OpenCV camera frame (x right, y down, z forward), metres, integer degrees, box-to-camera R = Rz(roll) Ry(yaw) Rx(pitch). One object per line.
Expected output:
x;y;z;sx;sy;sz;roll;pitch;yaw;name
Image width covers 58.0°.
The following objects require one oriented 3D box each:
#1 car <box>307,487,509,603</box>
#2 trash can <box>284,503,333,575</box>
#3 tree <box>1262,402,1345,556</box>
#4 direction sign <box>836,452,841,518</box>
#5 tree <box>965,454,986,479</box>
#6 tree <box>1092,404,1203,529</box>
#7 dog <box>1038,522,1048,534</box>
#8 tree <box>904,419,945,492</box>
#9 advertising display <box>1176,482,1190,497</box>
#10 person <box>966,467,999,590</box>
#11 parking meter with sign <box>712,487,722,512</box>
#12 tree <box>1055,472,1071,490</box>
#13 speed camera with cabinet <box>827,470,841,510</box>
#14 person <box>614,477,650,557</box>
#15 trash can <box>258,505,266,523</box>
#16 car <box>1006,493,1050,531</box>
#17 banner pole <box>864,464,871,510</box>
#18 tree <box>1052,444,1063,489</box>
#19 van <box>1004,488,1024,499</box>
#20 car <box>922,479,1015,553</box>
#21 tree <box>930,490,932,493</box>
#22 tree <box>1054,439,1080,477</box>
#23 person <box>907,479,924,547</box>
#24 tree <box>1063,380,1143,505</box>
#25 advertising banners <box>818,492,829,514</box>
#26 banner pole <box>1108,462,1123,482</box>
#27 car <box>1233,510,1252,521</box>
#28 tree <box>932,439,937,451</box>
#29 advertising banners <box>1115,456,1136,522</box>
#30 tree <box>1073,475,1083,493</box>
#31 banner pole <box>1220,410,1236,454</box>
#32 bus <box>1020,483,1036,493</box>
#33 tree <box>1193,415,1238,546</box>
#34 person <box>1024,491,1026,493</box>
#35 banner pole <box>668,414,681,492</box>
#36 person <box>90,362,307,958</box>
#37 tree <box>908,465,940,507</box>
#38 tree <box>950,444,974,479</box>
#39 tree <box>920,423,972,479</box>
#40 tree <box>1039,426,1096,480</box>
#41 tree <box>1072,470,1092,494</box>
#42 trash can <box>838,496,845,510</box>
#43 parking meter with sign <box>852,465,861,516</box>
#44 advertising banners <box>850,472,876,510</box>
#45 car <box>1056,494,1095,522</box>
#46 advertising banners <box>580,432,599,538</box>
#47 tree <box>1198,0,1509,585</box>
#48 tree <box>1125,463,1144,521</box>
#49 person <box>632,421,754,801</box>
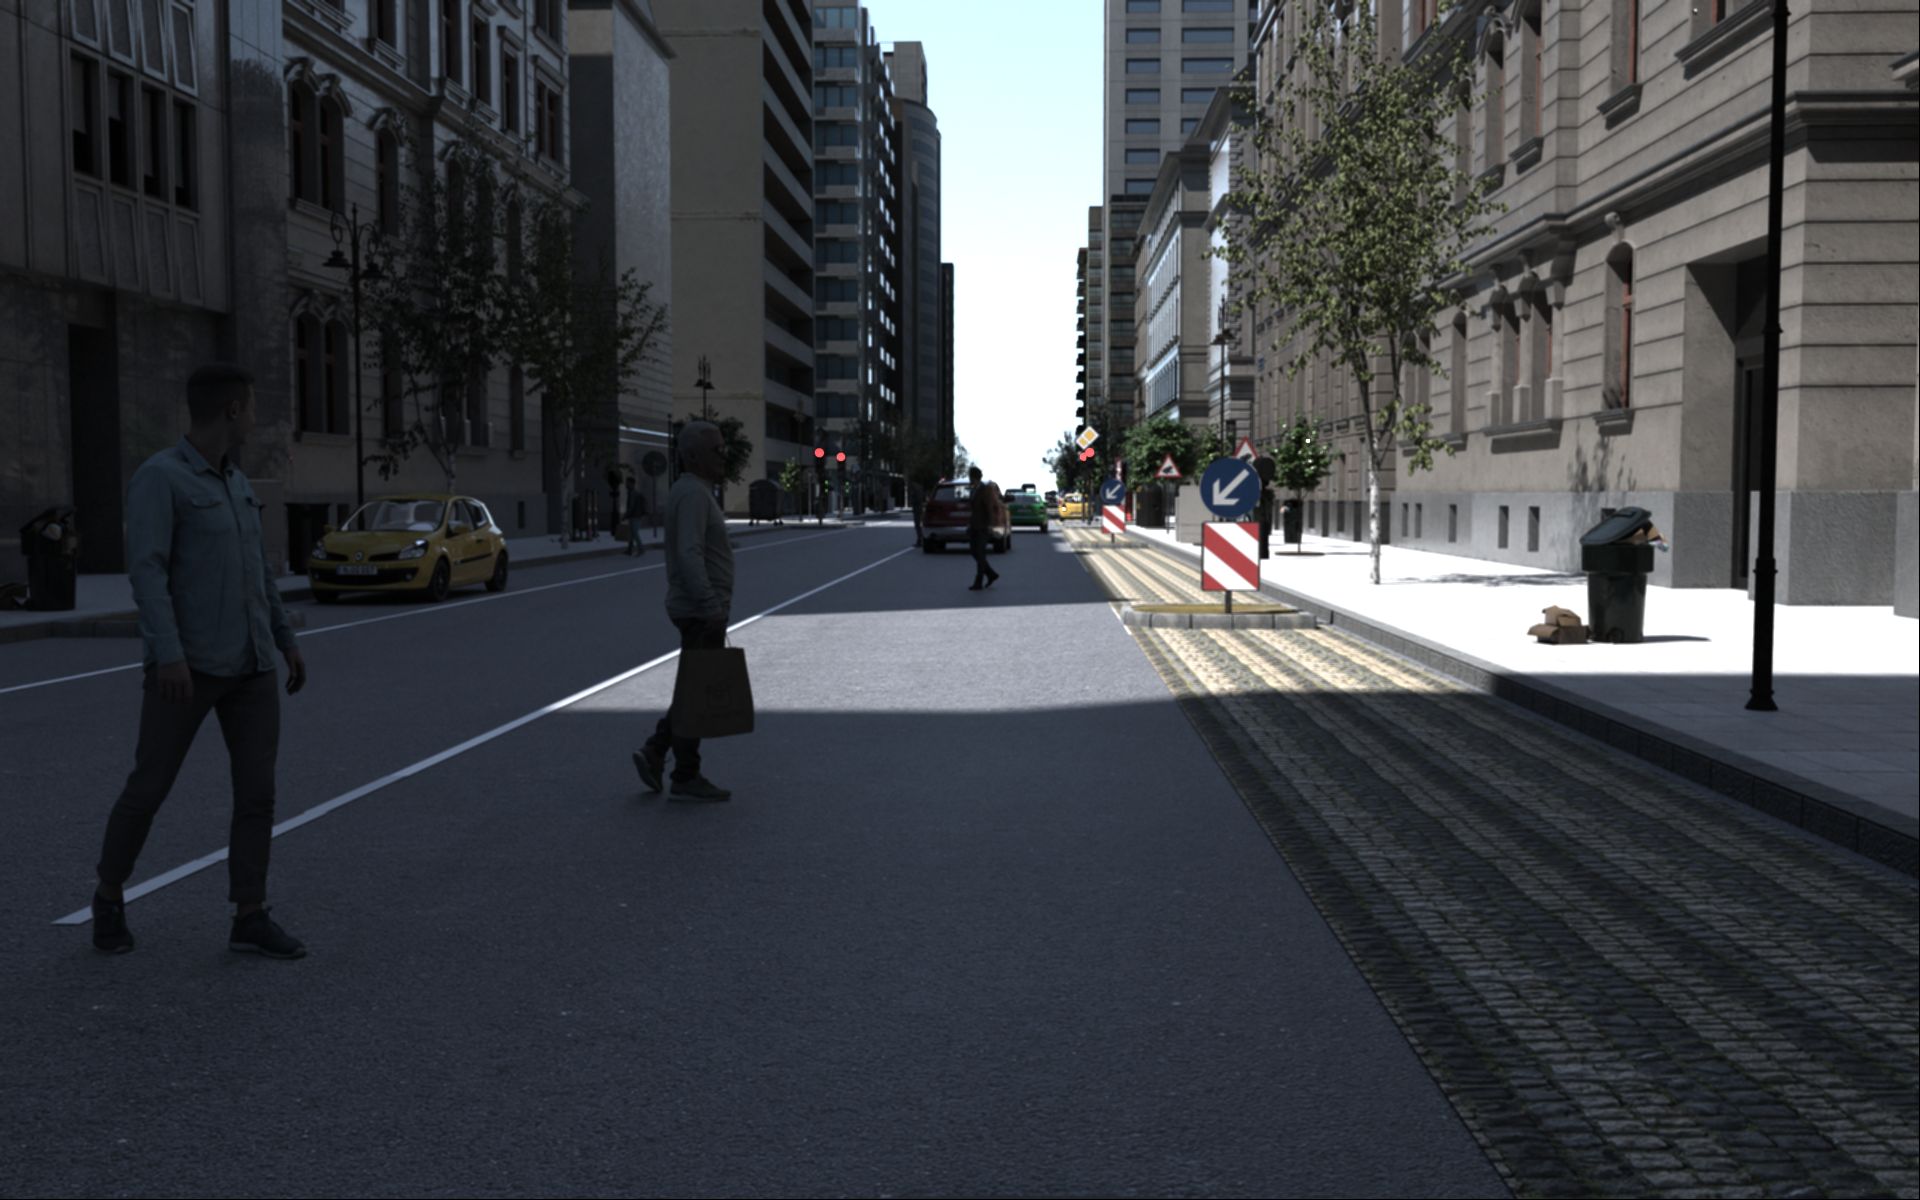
-7.635;-0.851;24.130;2.015;1.641;3.980;0;4;3;car
-10.381;-0.975;27.602;0.748;1.137;0.748;0;3;0;trash can
7.128;-2.561;36.476;1.663;3.219;1.824;0;3;0;tree
-6.503;-6.219;93.673;0.379;3.537;0.876;0;4;7;direction sign
2.431;-22.000;310.066;4.737;8.622;4.395;0;3;0;tree
7.411;-4.875;63.426;4.285;4.588;4.351;0;3;0;tree
2.967;-2.596;62.643;0.550;0.427;0.748;3;4;39;dog
-3.629;-13.388;169.257;4.737;8.622;4.395;0;3;0;tree
11.756;-5.268;91.346;0.974;1.923;0.123;-3;5;-40;advertising display
0.305;-1.087;26.188;0.656;1.842;0.836;2;4;34;person
-10.235;-4.466;69.281;0.543;3.016;1.738;3;5;44;parking meter with sign
14.302;-13.831;209.843;4.285;4.588;4.351;0;3;0;tree
-10.487;-9.118;143.412;0.660;3.252;2.038;2;4;32;speed camera with cabinet
-7.451;-1.885;39.297;0.713;1.824;0.794;1;4;18;person
-9.669;-0.704;23.171;0.748;1.137;0.748;0;3;0;trash can
2.452;-3.508;66.159;1.959;1.807;4.718;0;4;2;car
-7.693;-9.362;143.085;0.863;3.779;0.401;2;4;29;banner pole
12.640;-14.978;195.248;4.360;8.622;3.978;0;3;0;tree
3.897;-7.177;124.360;2.013;2.044;4.112;0;4;1;van
0.216;-2.133;43.545;2.281;1.827;5.304;0;4;4;car
-2.831;-12.231;194.573;1.663;3.219;1.824;0;3;0;tree
14.099;-16.496;220.077;4.737;8.622;4.395;0;3;0;tree
-1.212;-2.368;47.016;0.447;1.846;0.655;0;4;1;person
9.358;-9.802;110.624;4.360;8.622;3.978;0;3;0;tree
-9.455;-7.046;111.391;2.074;3.025;0.090;-1;4;-17;advertising banners
11.009;-8.203;124.136;0.863;3.779;0.401;1;4;12;banner pole
13.495;-3.791;73.984;4.499;1.417;2.014;0;4;4;car
-4.439;-12.132;148.727;4.360;8.622;3.978;0;3;0;tree
7.832;-5.123;79.941;0.090;3.025;2.074;-3;4;-37;advertising banners
10.817;-9.583;151.282;1.663;3.219;1.824;0;3;0;tree
7.943;-3.766;51.590;0.863;3.779;0.401;-3;5;-40;banner pole
11.848;-18.885;303.621;2.948;3.499;13.247;0;4;0;bus
6.228;-2.948;42.793;1.663;3.219;1.824;0;3;0;tree
6.554;-10.011;173.125;0.756;1.711;0.436;-1;4;-9;person
-8.918;-3.917;54.054;0.401;3.779;0.863;-3;5;-42;banner pole
-2.382;0.179;5.433;0.748;1.841;0.638;2;4;28;person
-3.697;-11.785;176.401;4.285;4.588;4.351;0;3;0;tree
0.068;-18.675;255.692;4.360;8.622;3.978;0;3;0;tree
-2.376;-17.915;227.315;8.767;10.594;7.601;1;4;9;tree
14.775;-18.495;236.806;8.767;10.594;7.601;1;4;15;tree
10.778;-8.916;129.485;4.285;4.588;4.351;0;3;0;tree
-9.685;-7.955;141.715;0.748;1.137;0.748;0;3;0;trash can
-6.182;-6.592;104.047;0.543;3.016;1.738;0;3;0;parking meter with sign
-7.837;-8.778;139.704;2.074;3.025;0.090;0;4;7;advertising banners
6.004;-4.865;89.766;2.015;1.641;3.980;0;4;2;car
-10.604;-3.262;49.518;0.090;3.025;2.074;0;4;1;advertising banners
5.702;-4.514;24.170;4.737;8.622;4.395;0;3;0;tree
8.359;-5.364;82.300;1.663;3.219;1.824;0;3;0;tree
-1.242;0.062;7.980;0.515;1.767;0.782;-1;4;-14;person
